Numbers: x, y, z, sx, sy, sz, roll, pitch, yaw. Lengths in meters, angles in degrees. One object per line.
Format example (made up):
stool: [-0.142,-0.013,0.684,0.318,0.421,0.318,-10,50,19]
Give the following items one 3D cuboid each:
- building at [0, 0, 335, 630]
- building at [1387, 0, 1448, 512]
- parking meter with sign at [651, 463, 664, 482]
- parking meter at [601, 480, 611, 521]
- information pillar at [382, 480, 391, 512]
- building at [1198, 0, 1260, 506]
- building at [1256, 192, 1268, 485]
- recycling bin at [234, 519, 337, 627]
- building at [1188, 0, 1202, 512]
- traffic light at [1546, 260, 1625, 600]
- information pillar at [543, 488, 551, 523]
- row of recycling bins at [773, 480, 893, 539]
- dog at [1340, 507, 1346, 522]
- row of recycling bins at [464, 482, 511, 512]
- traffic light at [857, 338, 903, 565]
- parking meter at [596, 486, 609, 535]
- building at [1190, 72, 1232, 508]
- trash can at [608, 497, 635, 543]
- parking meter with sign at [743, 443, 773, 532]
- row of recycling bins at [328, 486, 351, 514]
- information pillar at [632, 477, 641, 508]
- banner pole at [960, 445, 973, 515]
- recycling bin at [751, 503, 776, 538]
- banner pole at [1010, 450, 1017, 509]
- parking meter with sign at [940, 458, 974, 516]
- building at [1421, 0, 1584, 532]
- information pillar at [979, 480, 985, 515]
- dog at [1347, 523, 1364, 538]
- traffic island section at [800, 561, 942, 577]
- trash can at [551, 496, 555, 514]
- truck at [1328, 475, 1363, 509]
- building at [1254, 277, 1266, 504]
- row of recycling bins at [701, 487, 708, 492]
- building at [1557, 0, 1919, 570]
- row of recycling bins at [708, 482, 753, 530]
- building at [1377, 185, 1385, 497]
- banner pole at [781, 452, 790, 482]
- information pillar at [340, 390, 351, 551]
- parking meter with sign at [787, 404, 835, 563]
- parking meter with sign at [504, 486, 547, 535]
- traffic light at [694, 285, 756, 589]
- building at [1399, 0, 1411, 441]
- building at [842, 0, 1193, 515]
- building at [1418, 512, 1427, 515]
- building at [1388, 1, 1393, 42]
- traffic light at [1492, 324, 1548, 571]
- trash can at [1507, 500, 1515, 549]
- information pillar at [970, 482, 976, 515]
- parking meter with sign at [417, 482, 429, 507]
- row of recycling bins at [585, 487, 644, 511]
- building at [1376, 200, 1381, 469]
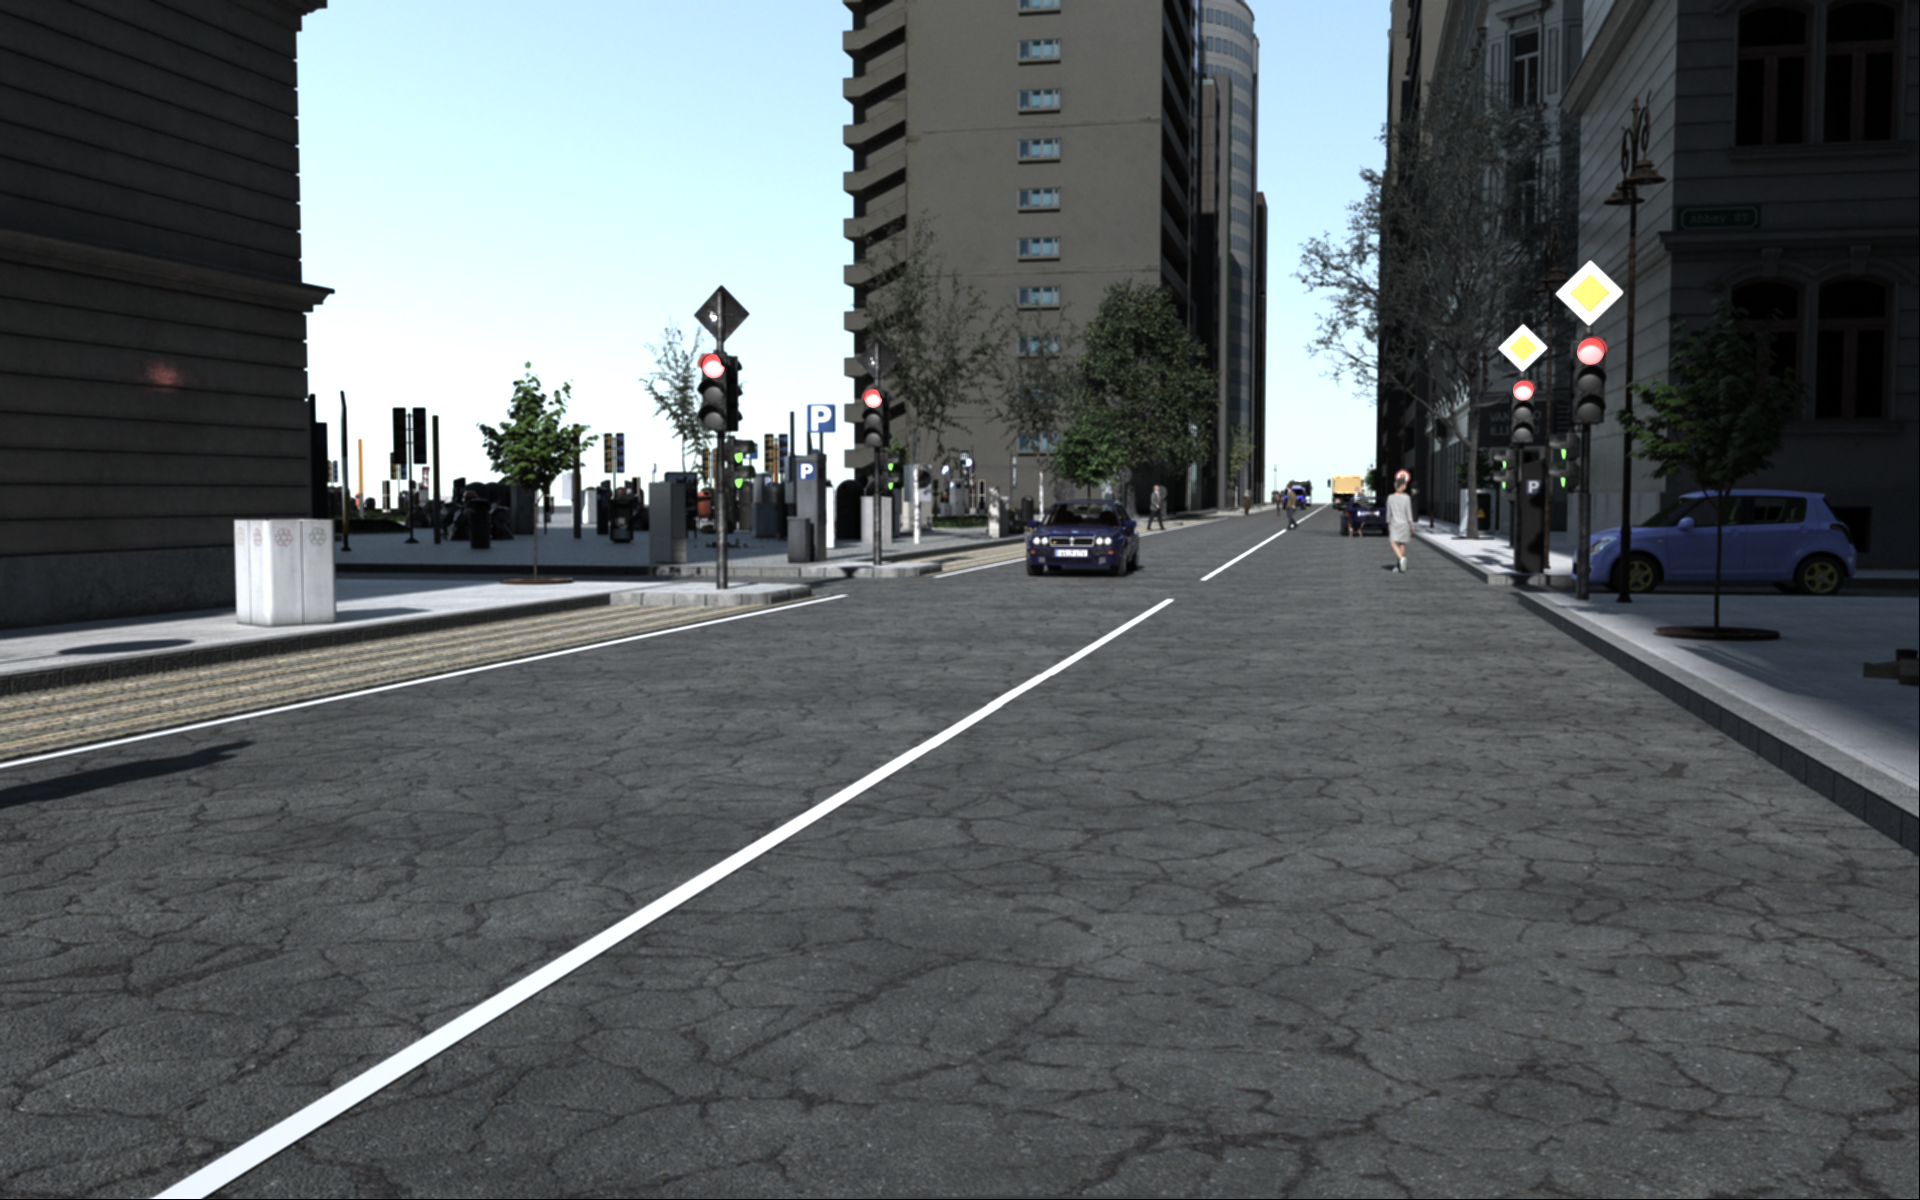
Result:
building: [-25.550,-12.240,19.208,34.723,24.649,14.460,1,4,12]
building: [50.906,-32.912,161.807,21.300,48.544,21.600,1,4,12]
parking meter with sign: [-16.698,-6.268,98.744,1.738,3.016,0.543,-2,4,-33]
parking meter: [-14.637,-4.027,71.552,0.399,1.863,0.255,3,4,37]
information pillar: [-30.531,-5.363,92.176,0.304,2.012,0.304,2,4,35]
building: [23.352,-40.408,202.677,21.231,58.520,28.212,1,4,12]
building: [36.994,-36.734,250.714,14.600,45.320,14.200,1,4,12]
recycling bin: [-6.668,-0.279,17.122,0.722,1.027,0.722,3,5,43]
building: [9.375,-50.738,142.233,22.319,86.520,31.000,1,4,12]
traffic light: [7.551,-1.959,20.950,0.839,4.253,0.868,1,4,12]
information pillar: [-18.632,-4.504,78.133,0.304,2.012,0.304,-1,4,-17]
row of recycling bins: [-3.606,-2.604,49.685,3.534,1.692,1.069,1,4,14]
dog: [19.689,-4.421,89.113,0.800,0.831,0.513,0,4,-5]
row of recycling bins: [-15.975,-3.242,60.120,1.069,1.692,3.534,1,4,16]
traffic light: [-1.470,-2.580,31.110,0.839,4.253,0.868,1,4,12]
parking meter: [-11.365,-2.854,55.069,0.372,1.533,0.369,0,3,0]
building: [18.183,-29.426,164.713,14.154,41.232,14.086,1,4,12]
trash can: [-8.932,-2.082,45.698,0.748,1.137,0.748,0,3,0]
parking meter with sign: [-6.674,-3.807,58.507,0.543,3.016,1.738,-3,4,-36]
row of recycling bins: [-32.423,-4.990,88.704,1.069,1.692,3.534,1,4,10]
information pillar: [-13.746,-4.222,73.520,0.304,2.012,0.304,0,4,7]
banner pole: [0.383,-5.992,87.986,0.863,3.779,0.401,0,4,-5]
recycling bin: [-5.736,-2.356,51.079,0.722,1.027,0.722,-1,4,-17]
banner pole: [3.010,-6.623,98.297,0.401,3.779,0.863,-2,4,-28]
parking meter with sign: [-0.161,-5.371,84.070,1.738,3.016,0.543,-3,5,-40]
building: [30.365,-18.439,77.891,17.030,29.872,44.131,1,4,12]
information pillar: [1.189,-5.412,92.975,0.304,2.012,0.304,0,4,5]
dog: [12.911,-2.281,56.582,0.406,0.507,0.540,2,4,34]
traffic island section: [-1.507,-0.549,31.253,2.009,0.180,2.903,1,4,12]
trash can: [-26.054,-6.001,109.777,0.748,1.137,0.748,0,3,0]
truck: [38.042,-10.679,170.527,3.469,3.379,9.791,1,4,11]
building: [34.407,-28.475,237.269,14.160,30.474,14.107,1,4,12]
row of recycling bins: [-14.376,-5.919,103.884,1.069,1.692,3.534,1,4,23]
building: [24.361,-15.018,32.931,23.554,28.519,14.401,1,4,12]
row of recycling bins: [-6.972,-3.321,61.411,3.534,1.692,1.069,0,4,3]
building: [62.249,-33.289,227.874,14.154,41.232,14.086,1,4,12]
banner pole: [-10.373,-6.951,103.658,0.863,3.779,0.401,1,4,17]
information pillar: [-13.870,-2.917,39.044,0.183,3.616,0.504,-2,4,-26]
parking meter with sign: [-2.848,-2.241,32.904,0.543,3.016,1.738,1,4,11]
parking meter with sign: [-13.899,-3.592,54.991,0.543,3.016,1.738,3,5,44]
traffic light: [-3.202,-2.104,23.314,0.839,4.253,0.868,1,4,12]
building: [46.276,-29.423,135.683,22.147,44.769,28.867,1,4,12]
building: [4.094,-30.212,117.673,21.300,48.544,21.600,1,4,12]
building: [40.110,-29.812,111.134,21.300,48.544,21.600,1,4,12]
building: [61.400,-40.606,205.912,21.231,58.520,28.212,1,4,12]
traffic light: [9.283,-2.436,28.745,0.839,4.253,0.868,1,4,12]
trash can: [13.112,-1.751,40.283,0.748,1.137,0.748,0,3,0]
information pillar: [0.754,-5.999,102.576,0.304,2.012,0.304,2,4,33]
parking meter with sign: [-35.060,-7.143,113.041,1.738,3.016,0.543,-2,4,-23]
row of recycling bins: [-19.877,-5.640,99.330,3.534,1.692,1.069,-2,4,-31]
building: [70.072,-37.949,244.161,21.300,48.544,21.600,1,4,12]
